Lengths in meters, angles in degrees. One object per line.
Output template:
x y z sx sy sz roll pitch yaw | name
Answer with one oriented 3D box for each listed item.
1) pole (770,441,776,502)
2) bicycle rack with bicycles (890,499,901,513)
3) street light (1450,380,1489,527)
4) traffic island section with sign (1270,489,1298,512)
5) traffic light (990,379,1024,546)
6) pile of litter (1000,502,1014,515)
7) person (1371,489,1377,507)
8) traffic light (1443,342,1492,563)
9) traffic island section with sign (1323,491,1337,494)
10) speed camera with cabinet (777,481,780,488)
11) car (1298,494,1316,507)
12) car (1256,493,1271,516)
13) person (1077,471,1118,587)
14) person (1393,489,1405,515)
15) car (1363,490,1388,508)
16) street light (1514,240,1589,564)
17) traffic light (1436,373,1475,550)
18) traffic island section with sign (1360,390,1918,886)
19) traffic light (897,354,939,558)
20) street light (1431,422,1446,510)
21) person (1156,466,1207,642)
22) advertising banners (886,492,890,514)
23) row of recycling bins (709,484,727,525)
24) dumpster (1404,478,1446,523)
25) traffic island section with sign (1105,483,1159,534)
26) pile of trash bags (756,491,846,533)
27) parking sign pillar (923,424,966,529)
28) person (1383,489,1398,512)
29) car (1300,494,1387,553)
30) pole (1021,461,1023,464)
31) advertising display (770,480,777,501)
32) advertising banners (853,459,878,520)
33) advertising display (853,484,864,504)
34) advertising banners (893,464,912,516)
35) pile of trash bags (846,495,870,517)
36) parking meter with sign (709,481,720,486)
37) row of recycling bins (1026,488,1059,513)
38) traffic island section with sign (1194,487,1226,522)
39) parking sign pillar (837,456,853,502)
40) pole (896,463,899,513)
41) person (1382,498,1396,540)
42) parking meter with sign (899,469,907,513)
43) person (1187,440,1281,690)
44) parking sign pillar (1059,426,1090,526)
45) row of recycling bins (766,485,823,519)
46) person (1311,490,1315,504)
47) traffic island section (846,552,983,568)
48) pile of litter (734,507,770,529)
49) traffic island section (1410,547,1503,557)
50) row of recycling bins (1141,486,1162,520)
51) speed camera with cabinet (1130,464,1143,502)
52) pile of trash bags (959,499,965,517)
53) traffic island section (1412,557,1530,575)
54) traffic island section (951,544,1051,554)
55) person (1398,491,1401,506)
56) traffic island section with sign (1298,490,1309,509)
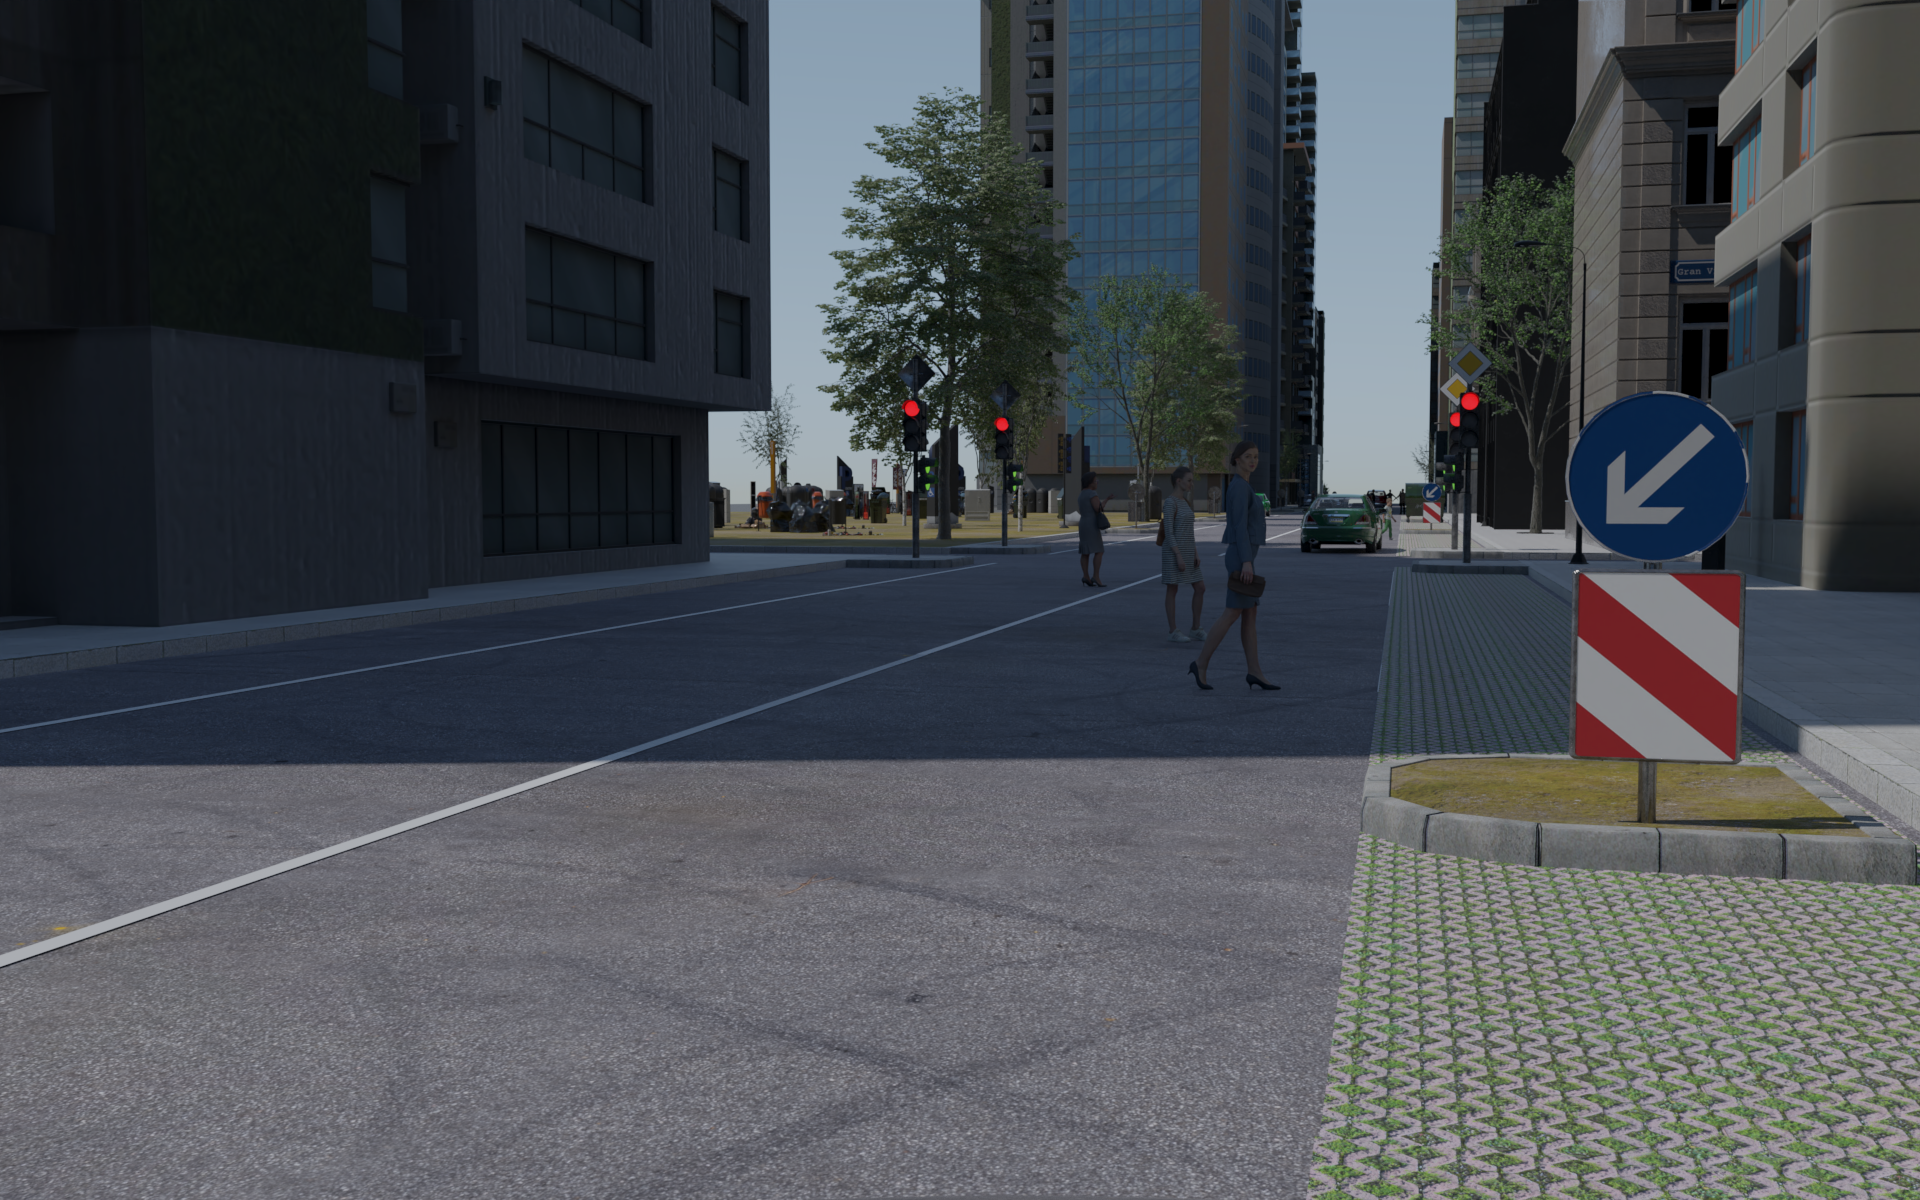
-7.160 -4.436 66.364 0.158 3.312 0.155 0 3 0 | pole
-4.141 -6.280 116.065 2.925 0.926 2.852 -1 4 -17 | bicycle rack with bicycles
20.302 -5.877 68.632 1.470 5.913 1.316 1 4 14 | street light
25.877 -7.988 139.229 1.989 1.847 2.006 1 4 14 | traffic island section with sign
1.114 -3.275 42.475 0.839 4.253 0.868 1 4 14 | traffic light
3.126 -5.787 108.588 1.176 0.858 1.719 -1 4 -11 | pile of litter
32.049 -7.684 134.138 0.705 1.822 1.348 2 4 30 | person
9.412 -2.643 32.127 0.839 4.253 0.868 1 4 14 | traffic light
46.269 -12.846 218.660 1.989 1.847 2.006 1 4 14 | traffic island section with sign
-11.751 -7.618 118.891 2.038 3.252 0.660 -3 5 -39 | speed camera with cabinet
34.658 -9.822 172.589 2.014 1.417 4.499 1 4 14 | car
18.607 -6.169 109.653 1.959 1.807 4.718 1 4 16 | car
2.138 -1.096 26.785 0.532 1.782 0.716 -2 4 -24 | person
30.431 -6.758 119.126 1.348 1.807 0.705 -1 4 -11 | person
36.235 -8.687 150.701 2.281 1.827 5.304 1 4 15 | car
10.832 -3.621 31.752 1.470 5.913 1.316 1 4 14 | street light
11.397 -3.116 39.862 0.839 4.253 0.868 1 4 14 | traffic light
2.763 0.072 7.445 1.989 1.847 2.006 1 4 14 | traffic island section with sign
-0.872 -2.802 34.740 0.839 4.253 0.868 1 4 14 | traffic light
31.446 -8.549 112.311 1.470 5.913 1.316 1 4 14 | street light
2.142 -0.448 16.831 0.522 1.701 0.512 2 4 34 | person
-4.680 -7.001 110.655 2.074 3.025 0.090 -3 5 -43 | advertising banners
-10.661 -3.882 70.587 1.069 1.692 3.534 1 4 22 | row of recycling bins
23.062 -4.951 85.894 1.985 2.255 1.502 1 4 15 | dumpster
6.468 -3.361 63.587 1.989 1.847 2.006 1 4 14 | traffic island section with sign
-5.796 -2.995 58.722 1.912 1.369 3.447 -3 5 -44 | pile of trash bags
-0.639 -4.635 64.254 1.447 3.967 1.447 3 5 42 | parking sign pillar
34.427 -7.948 138.590 1.348 1.807 0.705 3 5 42 | person
9.673 -1.955 43.769 2.131 1.459 4.920 1 4 16 | car
3.823 -6.849 105.824 0.158 3.312 0.155 0 3 0 | pole
-8.663 -4.612 80.612 0.123 1.923 0.974 0 4 5 | advertising display
-4.693 -5.502 86.144 0.090 3.025 2.074 -3 4 -38 | advertising banners
-6.302 -6.245 107.312 0.123 1.923 0.974 2 4 35 | advertising display
-2.994 -6.440 101.489 0.090 3.025 2.074 3 5 43 | advertising banners
-6.045 -5.431 98.549 1.912 1.369 3.447 -2 4 -33 | pile of trash bags
-14.890 -6.660 105.151 0.543 3.016 1.738 2 4 35 | parking meter with sign
6.047 -6.735 117.224 3.534 1.692 1.069 2 4 26 | row of recycling bins
13.259 -4.979 90.040 1.989 1.847 2.006 1 4 14 | traffic island section with sign
-8.078 -8.159 121.877 1.447 3.967 1.447 3 4 39 | parking sign pillar
-4.126 -7.376 114.434 0.158 3.312 0.155 0 3 0 | pole
13.262 -2.514 53.845 0.590 1.304 0.306 2 4 27 | person
-4.088 -7.553 119.747 0.543 3.016 1.738 -1 4 -12 | parking meter with sign
2.020 -0.254 12.681 0.654 1.822 0.581 2 4 23 | person
4.708 -4.965 69.657 1.447 3.967 1.447 -2 4 -28 | parking sign pillar
-8.707 -5.168 91.607 3.534 1.692 1.069 -3 5 -42 | row of recycling bins
31.656 -8.912 154.741 0.617 1.759 0.750 -2 4 -31 | person
-0.908 -0.771 34.884 2.009 0.180 2.903 1 4 14 | traffic island section
-7.688 -3.098 64.617 1.176 0.858 1.719 -3 5 -42 | pile of litter
11.433 -1.082 39.967 2.009 0.180 2.903 1 4 14 | traffic island section
9.731 -4.967 88.320 1.069 1.692 3.534 0 4 4 | row of recycling bins
12.072 -7.317 113.969 2.038 3.252 0.660 -3 5 -42 | speed camera with cabinet
0.024 -5.898 106.176 1.912 1.369 3.447 -2 4 -24 | pile of trash bags
9.448 -0.609 32.231 2.009 0.180 2.903 1 4 14 | traffic island section
1.077 -1.244 42.619 2.009 0.180 2.903 1 4 14 | traffic island section
53.137 -12.250 208.796 0.705 1.822 1.348 -1 4 -17 | person
32.666 -9.605 165.662 1.989 1.847 2.006 1 4 14 | traffic island section with sign
